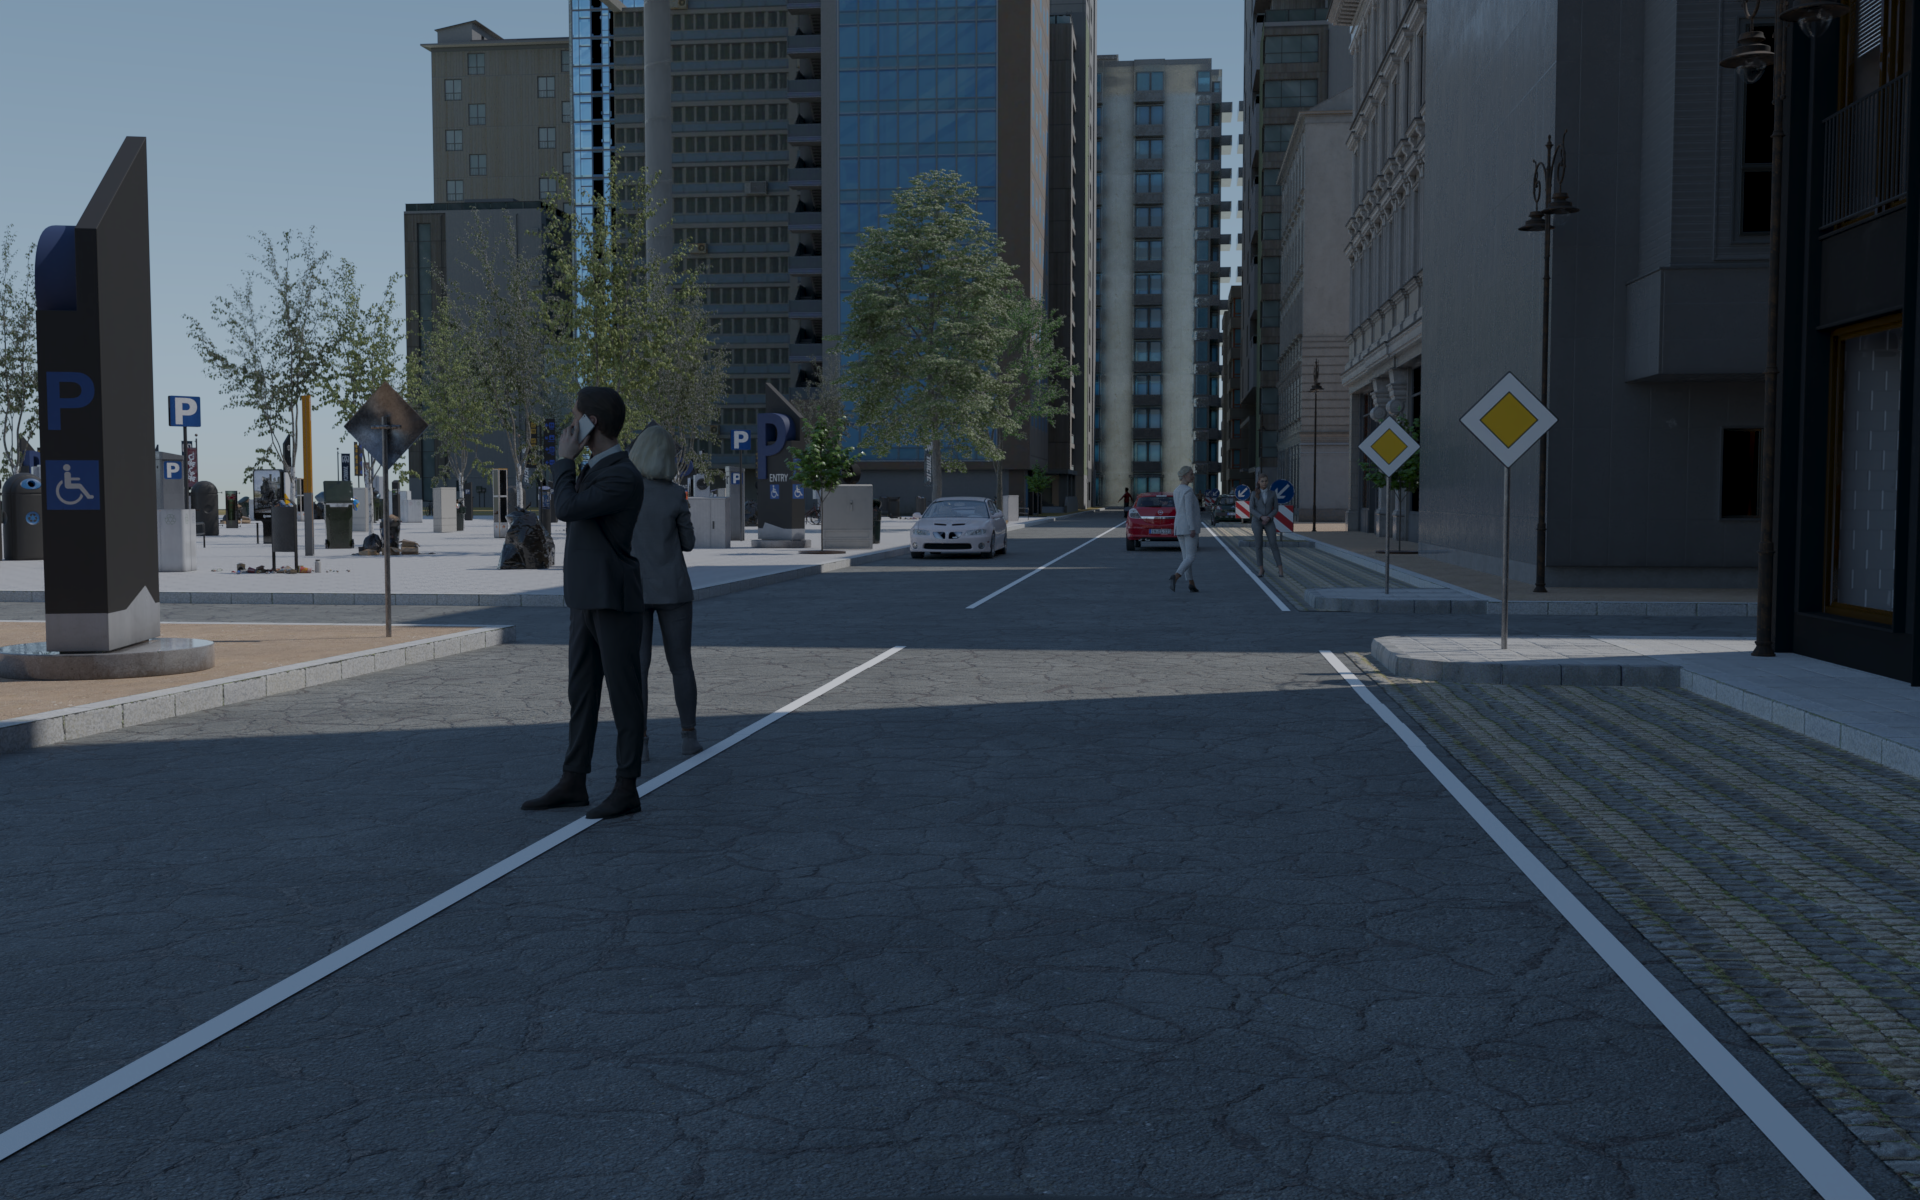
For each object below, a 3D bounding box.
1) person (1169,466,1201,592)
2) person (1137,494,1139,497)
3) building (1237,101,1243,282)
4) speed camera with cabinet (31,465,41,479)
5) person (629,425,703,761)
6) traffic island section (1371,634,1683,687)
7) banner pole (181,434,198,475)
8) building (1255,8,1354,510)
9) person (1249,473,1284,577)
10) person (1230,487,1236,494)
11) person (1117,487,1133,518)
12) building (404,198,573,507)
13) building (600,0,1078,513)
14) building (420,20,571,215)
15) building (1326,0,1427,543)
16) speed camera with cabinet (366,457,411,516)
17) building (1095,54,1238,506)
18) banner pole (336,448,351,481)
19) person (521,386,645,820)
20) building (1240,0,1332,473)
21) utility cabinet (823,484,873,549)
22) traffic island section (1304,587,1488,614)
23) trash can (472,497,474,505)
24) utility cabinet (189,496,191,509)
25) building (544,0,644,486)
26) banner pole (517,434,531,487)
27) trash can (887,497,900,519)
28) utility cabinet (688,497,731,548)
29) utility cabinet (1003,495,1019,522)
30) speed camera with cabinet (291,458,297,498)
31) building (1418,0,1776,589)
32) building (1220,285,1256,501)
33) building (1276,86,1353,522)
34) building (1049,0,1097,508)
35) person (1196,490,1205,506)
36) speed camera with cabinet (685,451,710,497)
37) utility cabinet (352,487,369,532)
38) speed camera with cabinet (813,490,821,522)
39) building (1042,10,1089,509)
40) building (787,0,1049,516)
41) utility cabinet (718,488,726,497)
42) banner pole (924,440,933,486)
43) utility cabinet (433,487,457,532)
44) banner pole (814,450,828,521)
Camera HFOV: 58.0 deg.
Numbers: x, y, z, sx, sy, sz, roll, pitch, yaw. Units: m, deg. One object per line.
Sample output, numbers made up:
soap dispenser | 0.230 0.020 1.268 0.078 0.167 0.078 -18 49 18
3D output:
person | 3.238 -1.023 25.097 0.818 1.842 0.514 -3 5 -42
person | 16.258 -8.893 157.128 0.421 1.427 0.697 -2 4 -31
building | 45.297 -34.748 187.744 30.456 49.044 23.786 0 4 7
speed camera with cabinet | -28.638 -3.749 55.634 2.038 3.252 0.660 -2 4 -34
person | -1.707 -0.049 9.485 0.537 1.800 0.526 0 4 4
traffic island section | 4.522 0.486 14.336 2.009 0.180 2.903 0 4 7
banner pole | -31.761 -4.990 71.605 0.401 3.779 0.863 3 5 42
building | 25.354 -20.486 106.651 14.160 30.474 14.107 0 4 7
person | 5.271 -1.284 29.771 0.520 1.790 0.573 -1 4 -12
person | 14.103 -4.950 89.548 0.853 1.813 0.709 0 4 -4
person | 9.845 -5.758 102.600 1.348 1.831 0.705 -3 5 -44
building | -45.877 -24.564 173.322 14.107 30.474 14.160 0 4 7
building | -7.836 -26.535 125.727 32.217 40.220 23.993 0 4 7
building | -42.945 -37.425 201.129 27.495 52.752 28.713 0 4 7
building | 17.628 -12.650 57.745 10.553 20.767 40.483 0 4 7
speed camera with cabinet | -27.952 -5.528 84.715 2.038 3.252 0.660 0 4 2
building | 14.471 -35.005 191.933 30.456 49.044 23.786 0 4 7
banner pole | -33.308 -6.329 93.493 0.863 3.779 0.401 -2 4 -25
person | -1.649 0.010 7.697 0.474 1.900 0.648 -2 4 -31
building | 34.734 -32.879 126.805 28.713 52.752 27.495 0 4 7
utility cabinet | -2.600 -1.902 39.782 1.173 1.500 0.318 0 4 -7
traffic island section | 5.506 0.001 22.260 2.009 0.180 2.903 0 4 7
trash can | -25.226 -4.706 88.600 0.748 1.137 0.748 0 3 0
utility cabinet | -25.788 -2.866 58.023 0.306 1.237 1.020 -1 4 -13
building | -23.796 -52.149 165.302 31.000 86.520 22.319 0 4 7
banner pole | -18.294 -5.051 72.605 0.863 3.779 0.401 2 4 27
trash can | -3.482 -4.859 91.094 0.748 1.137 0.748 0 3 0
utility cabinet | -5.964 -1.829 41.061 1.020 1.237 0.306 1 4 17
utility cabinet | 2.371 -4.280 81.133 0.306 1.237 1.020 2 4 30
speed camera with cabinet | -36.118 -5.994 92.346 0.660 3.252 2.038 2 4 31
building | 23.468 -12.688 26.519 30.058 24.678 14.314 0 4 7
building | 37.909 -19.034 156.240 27.650 21.520 28.899 0 4 7
building | 21.248 -14.543 86.923 9.793 20.994 18.267 0 4 7
building | 2.226 -44.380 163.868 20.611 71.187 20.563 0 4 7
person | 23.409 -9.810 168.899 1.348 1.823 0.705 1 4 21
speed camera with cabinet | -12.485 -5.182 79.060 2.038 3.252 0.660 -1 4 -16
utility cabinet | -20.337 -3.054 58.610 1.173 1.500 0.318 3 4 37
speed camera with cabinet | -5.838 -5.307 81.112 2.038 3.252 0.660 -1 4 -19
building | 3.243 -28.127 143.475 14.154 41.232 14.086 0 4 7
building | -1.993 -27.845 105.383 14.600 45.320 14.200 0 4 7
utility cabinet | -8.651 -3.407 64.388 0.318 1.500 1.173 1 4 15
banner pole | -1.110 -4.809 68.649 0.863 3.779 0.401 3 4 38
utility cabinet | -17.186 -3.000 57.731 0.318 1.500 1.173 0 4 7
banner pole | -6.598 -5.694 83.109 0.863 3.779 0.401 -3 4 -36
